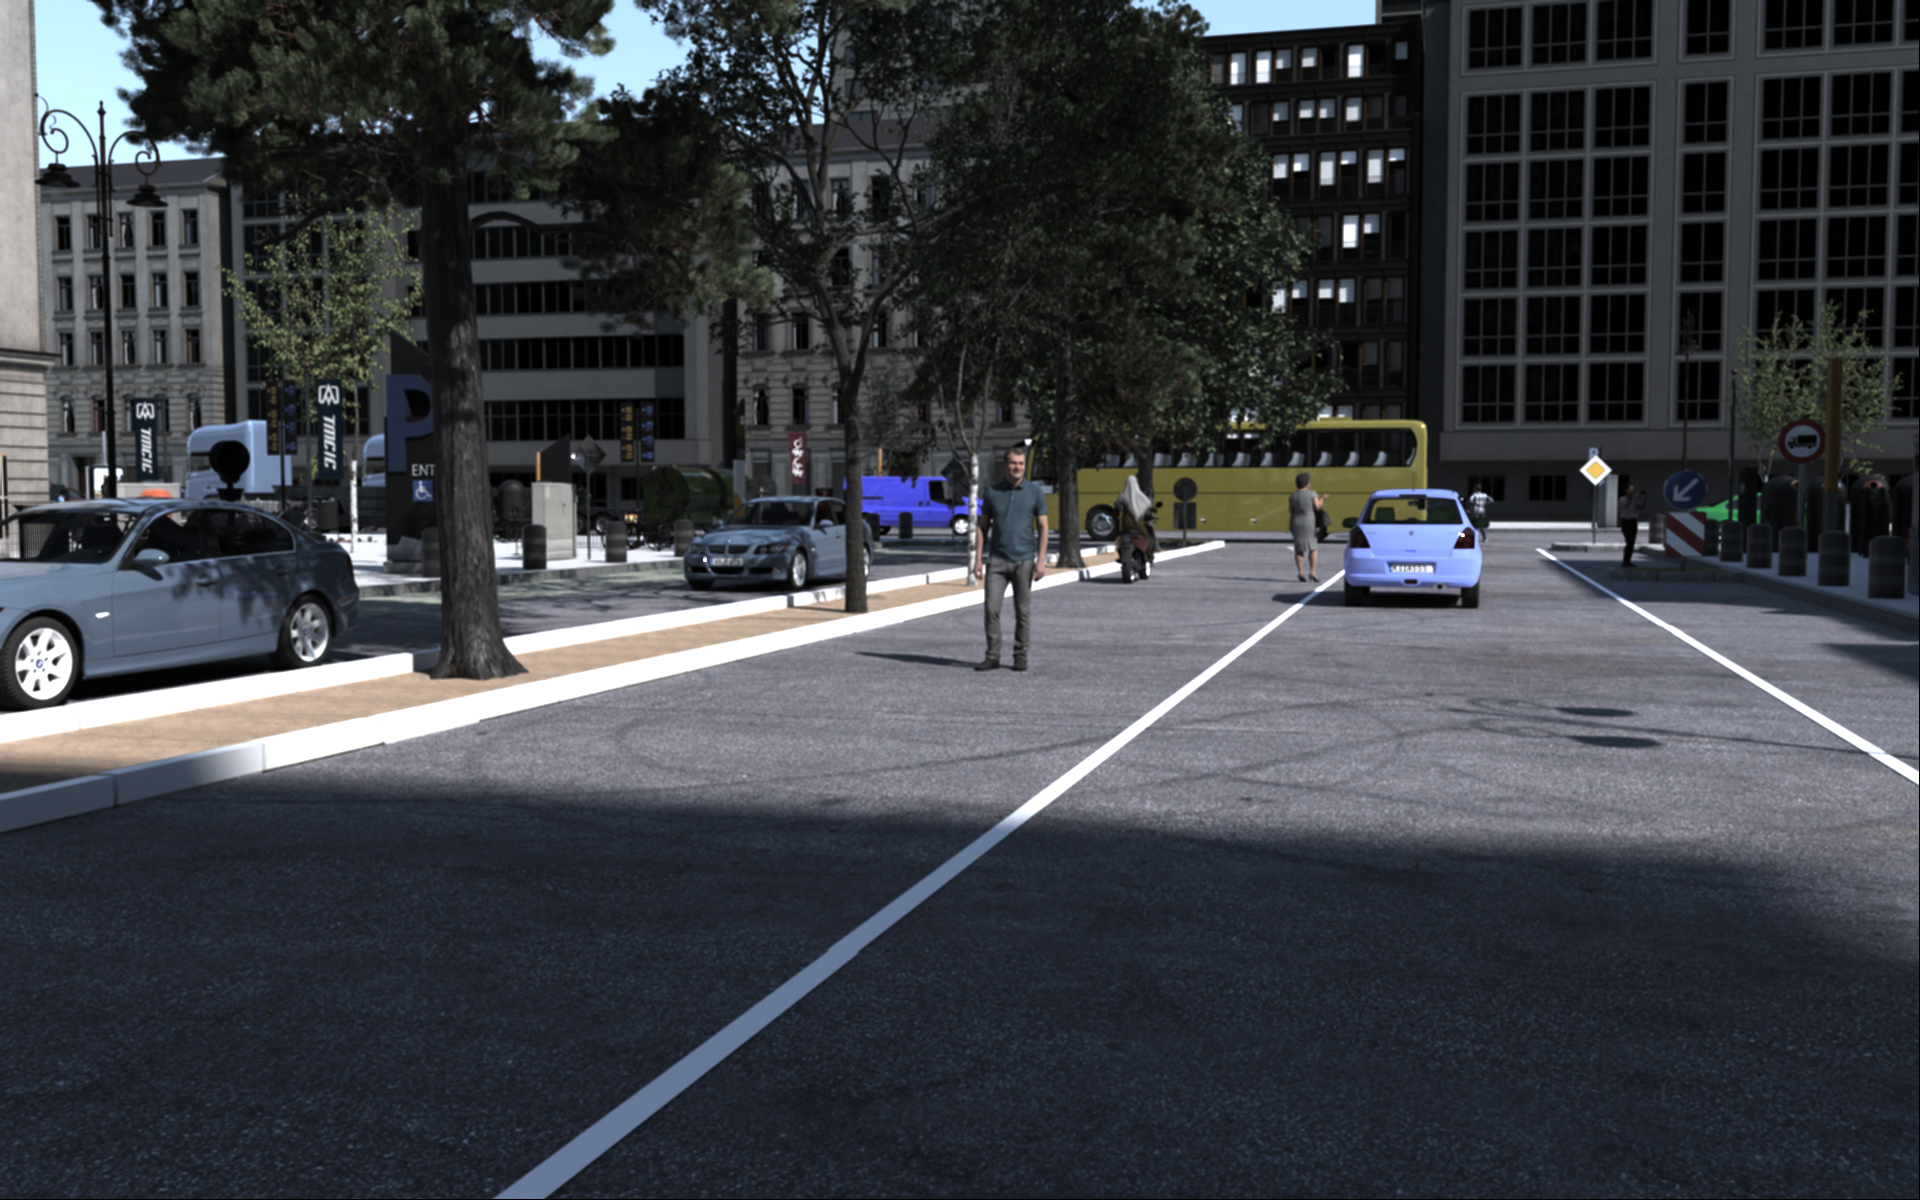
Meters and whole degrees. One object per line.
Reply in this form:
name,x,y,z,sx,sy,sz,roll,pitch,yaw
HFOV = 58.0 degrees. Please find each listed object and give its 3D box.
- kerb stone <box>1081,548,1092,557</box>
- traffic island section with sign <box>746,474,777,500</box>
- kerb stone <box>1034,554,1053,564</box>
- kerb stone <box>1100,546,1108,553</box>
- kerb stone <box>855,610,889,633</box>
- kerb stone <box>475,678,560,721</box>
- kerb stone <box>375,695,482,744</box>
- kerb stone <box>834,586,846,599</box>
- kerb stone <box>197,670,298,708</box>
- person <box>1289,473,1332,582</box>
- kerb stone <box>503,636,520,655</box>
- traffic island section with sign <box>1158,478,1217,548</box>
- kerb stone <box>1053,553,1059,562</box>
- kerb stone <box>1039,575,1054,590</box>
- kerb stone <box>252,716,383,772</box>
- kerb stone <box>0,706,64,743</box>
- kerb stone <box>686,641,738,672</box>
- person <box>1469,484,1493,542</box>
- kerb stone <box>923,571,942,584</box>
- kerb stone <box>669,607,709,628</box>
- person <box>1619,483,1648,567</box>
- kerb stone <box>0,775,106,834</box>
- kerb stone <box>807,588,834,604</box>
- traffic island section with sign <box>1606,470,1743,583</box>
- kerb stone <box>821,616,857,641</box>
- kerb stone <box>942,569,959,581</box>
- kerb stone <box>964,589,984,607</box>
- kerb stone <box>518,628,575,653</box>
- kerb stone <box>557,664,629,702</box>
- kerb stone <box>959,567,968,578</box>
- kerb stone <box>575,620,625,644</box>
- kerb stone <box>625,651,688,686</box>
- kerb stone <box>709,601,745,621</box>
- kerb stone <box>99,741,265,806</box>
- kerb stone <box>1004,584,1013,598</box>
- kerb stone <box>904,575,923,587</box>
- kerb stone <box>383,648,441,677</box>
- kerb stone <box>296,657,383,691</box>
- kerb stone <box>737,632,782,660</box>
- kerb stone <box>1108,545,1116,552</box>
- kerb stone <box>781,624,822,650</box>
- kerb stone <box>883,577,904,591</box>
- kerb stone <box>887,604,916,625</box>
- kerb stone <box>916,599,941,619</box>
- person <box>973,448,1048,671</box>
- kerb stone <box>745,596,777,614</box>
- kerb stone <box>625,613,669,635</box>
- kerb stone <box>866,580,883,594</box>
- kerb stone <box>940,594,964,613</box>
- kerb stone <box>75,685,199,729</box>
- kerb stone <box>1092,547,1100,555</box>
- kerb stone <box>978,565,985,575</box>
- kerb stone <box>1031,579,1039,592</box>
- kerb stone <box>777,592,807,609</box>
kerb stone,2.803,-1.069,39.670,0.120,0.150,1.000,1,4,16
traffic island section with sign,-4.055,-1.541,33.824,1.989,1.847,2.006,1,4,16
kerb stone,1.695,-0.825,35.712,0.120,0.150,1.000,1,4,16
kerb stone,3.355,-1.190,41.651,0.120,0.150,1.000,1,4,16
kerb stone,-0.996,0.235,18.351,0.120,0.150,1.000,1,4,16
kerb stone,-2.951,0.660,11.412,0.120,0.150,1.000,1,4,16
kerb stone,-3.216,0.720,10.422,0.120,0.150,1.000,1,4,16
kerb stone,-1.645,-0.097,23.838,0.120,0.150,1.000,1,4,16
kerb stone,-4.970,0.625,11.983,0.120,0.150,1.000,1,4,16
person,5.736,-1.185,28.237,0.716,1.782,0.532,2,4,34
kerb stone,-4.134,0.447,14.941,0.120,0.150,1.000,1,4,16
traffic island section with sign,6.046,-2.394,47.285,2.006,1.907,1.989,1,4,16
kerb stone,1.965,-0.887,36.701,0.120,0.150,1.000,1,4,16
kerb stone,1.222,-0.249,26.265,0.120,0.150,1.000,1,4,16
kerb stone,-3.506,0.781,9.433,0.120,0.150,1.000,1,4,16
kerb stone,-5.524,0.748,9.999,0.120,0.150,1.000,1,4,16
kerb stone,-2.114,0.479,14.382,0.120,0.150,1.000,1,4,16
person,15.458,-2.593,51.619,0.841,1.734,0.376,-1,4,-18
kerb stone,-0.529,-0.336,27.794,0.120,0.150,1.000,1,4,16
kerb stone,-3.026,0.202,18.896,0.120,0.150,1.000,1,4,16
person,13.172,-1.465,33.908,0.517,1.644,0.566,1,4,17
kerb stone,-4.058,0.908,7.443,0.120,0.150,1.000,1,4,16
kerb stone,-1.917,-0.040,22.850,0.120,0.150,1.000,1,4,16
traffic island section with sign,12.011,-1.259,29.216,1.989,1.847,2.006,1,4,16
kerb stone,-1.280,0.299,17.348,0.120,0.150,1.000,1,4,16
kerb stone,-0.250,-0.403,28.781,0.120,0.150,1.000,1,4,16
kerb stone,0.107,-0.007,22.310,0.120,0.150,1.000,1,4,16
kerb stone,-3.860,0.384,15.929,0.120,0.150,1.000,1,4,16
kerb stone,-2.669,0.599,12.409,0.120,0.150,1.000,1,4,16
kerb stone,0.028,-0.463,29.767,0.120,0.150,1.000,1,4,16
kerb stone,-3.584,0.326,16.916,0.120,0.150,1.000,1,4,16
kerb stone,-2.393,0.538,13.396,0.120,0.150,1.000,1,4,16
kerb stone,-2.748,0.141,19.882,0.120,0.150,1.000,1,4,16
kerb stone,-3.778,0.842,8.434,0.120,0.150,1.000,1,4,16
kerb stone,0.668,-0.128,24.286,0.120,0.150,1.000,1,4,16
kerb stone,-0.810,-0.275,26.804,0.120,0.150,1.000,1,4,16
kerb stone,-4.418,0.504,13.957,0.120,0.150,1.000,1,4,16
kerb stone,-4.693,0.564,12.969,0.120,0.150,1.000,1,4,16
kerb stone,-1.840,0.420,15.370,0.120,0.150,1.000,1,4,16
kerb stone,3.633,-1.251,42.648,0.120,0.150,1.000,1,4,16
kerb stone,-1.559,0.358,16.356,0.120,0.150,1.000,1,4,16
kerb stone,-1.085,-0.221,25.816,0.120,0.150,1.000,1,4,16
kerb stone,-0.720,0.175,19.337,0.120,0.150,1.000,1,4,16
kerb stone,-0.445,0.115,20.324,0.120,0.150,1.000,1,4,16
person,0.400,-0.334,14.094,0.598,1.807,0.434,1,4,22
kerb stone,-2.480,0.081,20.871,0.120,0.150,1.000,1,4,16
kerb stone,-3.309,0.263,17.903,0.120,0.150,1.000,1,4,16
kerb stone,-1.360,-0.161,24.829,0.120,0.150,1.000,1,4,16
kerb stone,-0.173,0.054,21.312,0.120,0.150,1.000,1,4,16
kerb stone,-5.249,0.685,10.997,0.120,0.150,1.000,1,4,16
kerb stone,3.077,-1.130,40.665,0.120,0.150,1.000,1,4,16
kerb stone,0.298,-0.524,30.762,0.120,0.150,1.000,1,4,16
kerb stone,0.941,-0.188,25.274,0.120,0.150,1.000,1,4,16
kerb stone,-2.197,0.020,21.864,0.120,0.150,1.000,1,4,16
